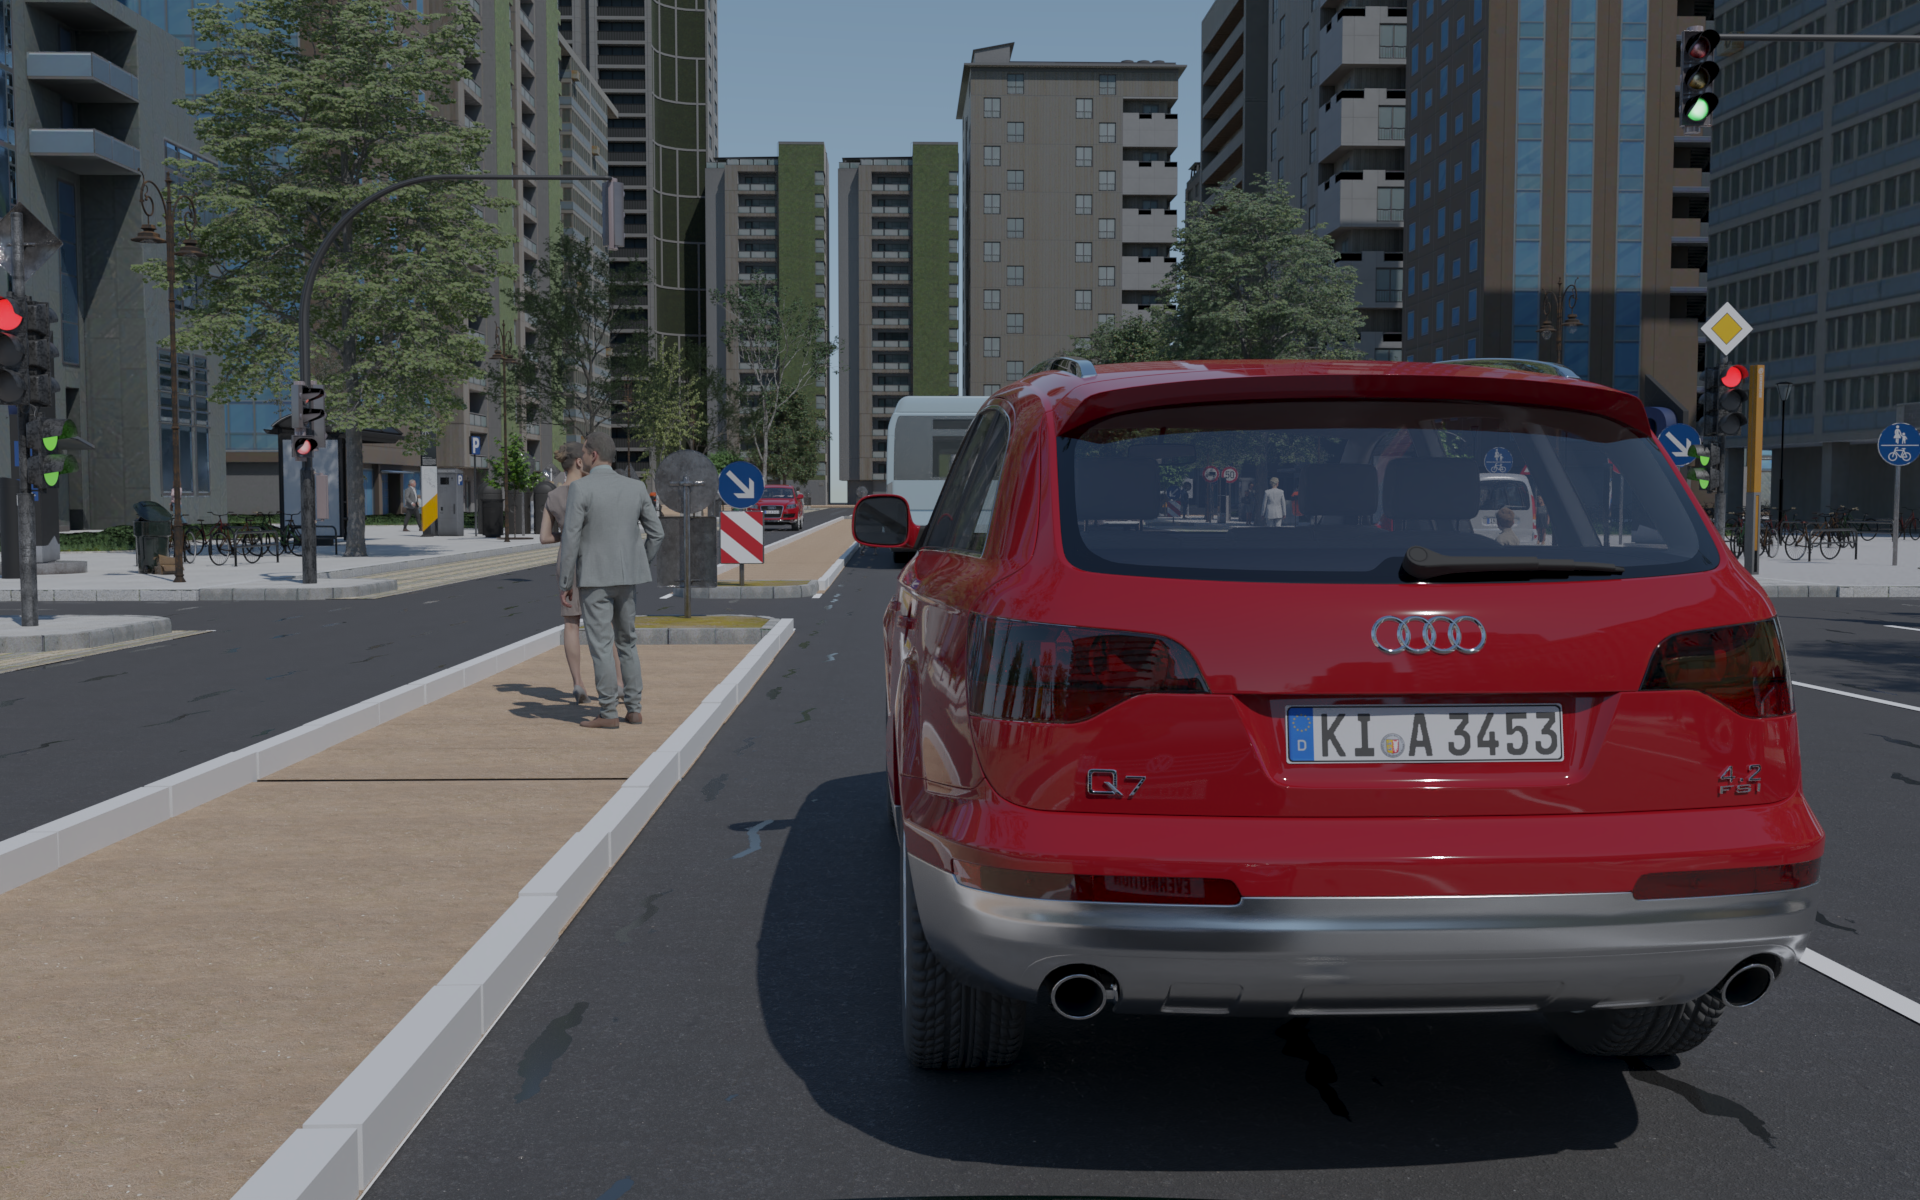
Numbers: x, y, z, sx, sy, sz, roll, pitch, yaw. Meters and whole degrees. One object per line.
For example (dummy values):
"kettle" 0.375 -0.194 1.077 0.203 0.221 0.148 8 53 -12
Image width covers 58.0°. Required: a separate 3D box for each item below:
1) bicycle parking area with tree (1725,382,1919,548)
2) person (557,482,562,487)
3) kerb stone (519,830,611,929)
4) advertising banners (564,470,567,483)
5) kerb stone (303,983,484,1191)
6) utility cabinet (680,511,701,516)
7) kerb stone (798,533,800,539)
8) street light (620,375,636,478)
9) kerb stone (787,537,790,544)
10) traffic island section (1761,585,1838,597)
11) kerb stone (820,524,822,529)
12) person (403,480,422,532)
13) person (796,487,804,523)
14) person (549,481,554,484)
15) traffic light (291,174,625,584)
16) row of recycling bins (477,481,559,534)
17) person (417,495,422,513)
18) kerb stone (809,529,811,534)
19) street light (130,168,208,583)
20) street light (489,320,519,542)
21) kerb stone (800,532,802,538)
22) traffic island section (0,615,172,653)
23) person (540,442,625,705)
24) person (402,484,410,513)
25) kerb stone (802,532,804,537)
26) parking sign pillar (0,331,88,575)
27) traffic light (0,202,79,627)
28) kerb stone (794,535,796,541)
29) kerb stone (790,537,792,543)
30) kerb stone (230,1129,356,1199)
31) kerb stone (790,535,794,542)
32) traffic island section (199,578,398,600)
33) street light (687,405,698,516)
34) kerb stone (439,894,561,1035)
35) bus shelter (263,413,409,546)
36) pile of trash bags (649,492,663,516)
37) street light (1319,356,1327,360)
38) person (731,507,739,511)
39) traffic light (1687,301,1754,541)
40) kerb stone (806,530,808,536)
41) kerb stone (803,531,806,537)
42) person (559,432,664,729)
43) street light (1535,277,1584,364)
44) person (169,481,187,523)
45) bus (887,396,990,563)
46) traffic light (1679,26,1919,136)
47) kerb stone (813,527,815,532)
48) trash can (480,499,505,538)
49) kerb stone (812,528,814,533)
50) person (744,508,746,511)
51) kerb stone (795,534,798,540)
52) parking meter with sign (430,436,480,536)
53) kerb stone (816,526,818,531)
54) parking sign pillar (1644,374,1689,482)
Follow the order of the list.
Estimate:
"bicycle parking area with tree" 23.620 -3.530 44.718 8.231 4.147 9.016 0 4 3
"person" -17.556 -4.248 75.677 0.709 1.800 0.728 0 4 -2
"kerb stone" -1.377 0.986 6.075 0.120 0.150 1.000 0 4 -2
"advertising banners" -17.130 -4.972 77.485 0.090 3.025 2.074 2 4 26
"kerb stone" -1.296 1.113 4.033 0.120 0.150 1.000 0 4 -2
"utility cabinet" -14.436 -5.144 92.775 1.173 1.500 0.318 2 4 25
"kerb stone" -5.123 -1.928 53.713 0.120 0.150 1.000 0 4 -2
"street light" -12.838 -5.770 67.124 0.468 5.910 1.993 0 4 -2
"kerb stone" -4.943 -1.615 48.605 0.120 0.150 1.000 0 4 -2
"traffic island section" 11.194 -0.198 25.526 2.009 0.180 2.903 0 4 -2
"kerb stone" -5.614 -2.804 68.044 0.120 0.150 1.000 0 4 -2
"person" -18.682 -3.233 59.301 0.834 1.777 0.661 0 4 2
"person" -7.862 -4.595 83.894 0.678 1.792 0.850 1 4 9
"person" -14.443 -3.318 60.967 0.731 1.740 0.598 0 4 4
"traffic light" -7.207 -3.066 24.795 4.771 5.953 1.251 0 4 -2
"row of recycling bins" -13.665 -2.957 55.461 3.534 1.692 1.069 0 4 -5
"person" -26.059 -4.447 83.429 0.332 1.250 0.352 -2 4 -33
"kerb stone" -5.337 -2.303 59.848 0.120 0.150 1.000 0 4 -2
"street light" -11.344 -3.193 24.995 0.468 5.910 1.993 0 4 -2
"street light" -12.097 -4.483 46.079 0.468 5.910 1.993 0 4 -2
"kerb stone" -5.158 -1.990 54.736 0.120 0.150 1.000 0 4 -2
"traffic island section" -9.058 0.333 16.841 2.009 0.180 2.903 0 4 -2
"person" -2.515 -0.177 11.740 0.599 1.781 0.374 1 4 16
"person" -26.051 -4.647 82.116 0.767 1.812 0.694 2 4 34
"kerb stone" -5.193 -2.053 55.758 0.120 0.150 1.000 0 4 -2
"parking sign pillar" -14.954 -2.416 27.970 1.447 3.967 1.447 -1 4 -16
"traffic light" -9.018 -1.699 16.708 0.839 4.253 0.868 0 4 -2
"kerb stone" -5.048 -1.797 51.670 0.120 0.150 1.000 0 4 -2
"kerb stone" -4.978 -1.673 49.627 0.120 0.150 1.000 0 4 -2
"kerb stone" -1.262 1.174 3.009 0.120 0.150 1.000 0 4 -2
"kerb stone" -5.019 -1.740 50.648 0.120 0.150 1.000 0 4 -2
"traffic island section" -9.335 -0.155 24.821 2.009 0.180 2.903 0 4 -2
"street light" -13.568 -7.057 88.170 0.468 5.910 1.993 0 4 -2
"kerb stone" -1.331 1.055 5.055 0.120 0.150 1.000 0 4 -2
"bus shelter" -16.143 -3.140 45.255 2.014 3.302 5.546 0 4 -2
"pile of trash bags" -16.205 -4.889 89.681 1.912 1.369 3.447 0 4 3
"street light" 12.027 -5.215 58.053 0.468 5.910 1.993 0 4 -2
"person" -8.232 -3.391 64.192 0.600 1.795 0.529 1 4 12
"traffic light" 11.154 -2.232 25.410 0.839 4.253 0.868 0 4 -2
"kerb stone" -5.260 -2.178 57.804 0.120 0.150 1.000 0 4 -2
"kerb stone" -5.230 -2.113 56.781 0.120 0.150 1.000 0 4 -2
"person" -2.141 -0.121 10.576 0.391 1.810 0.635 3 5 40
"street light" 12.761 -3.928 37.008 0.468 5.910 1.993 0 4 -2
"person" -25.007 -2.989 55.498 0.643 1.750 0.593 -2 4 -29
"bus" -0.257 -2.710 39.169 2.948 3.499 13.247 0 4 -1
"traffic light" 9.343 -2.602 17.216 4.771 5.953 1.251 0 4 -2
"kerb stone" -5.441 -2.484 62.914 0.120 0.150 1.000 0 4 -2
"trash can" -13.785 -2.413 51.101 0.748 1.137 0.748 0 3 0
"kerb stone" -5.396 -2.424 61.893 0.120 0.150 1.000 0 4 -2
"person" -16.397 -7.646 131.071 0.705 1.821 1.348 3 5 44
"kerb stone" -5.091 -1.865 52.691 0.120 0.150 1.000 0 4 -2
"parking meter with sign" -15.477 -3.444 52.567 1.738 3.016 0.543 1 4 11
"kerb stone" -5.509 -2.612 64.962 0.120 0.150 1.000 0 4 -2
"parking sign pillar" 15.531 -3.056 38.435 1.447 3.967 1.447 -1 4 -17
